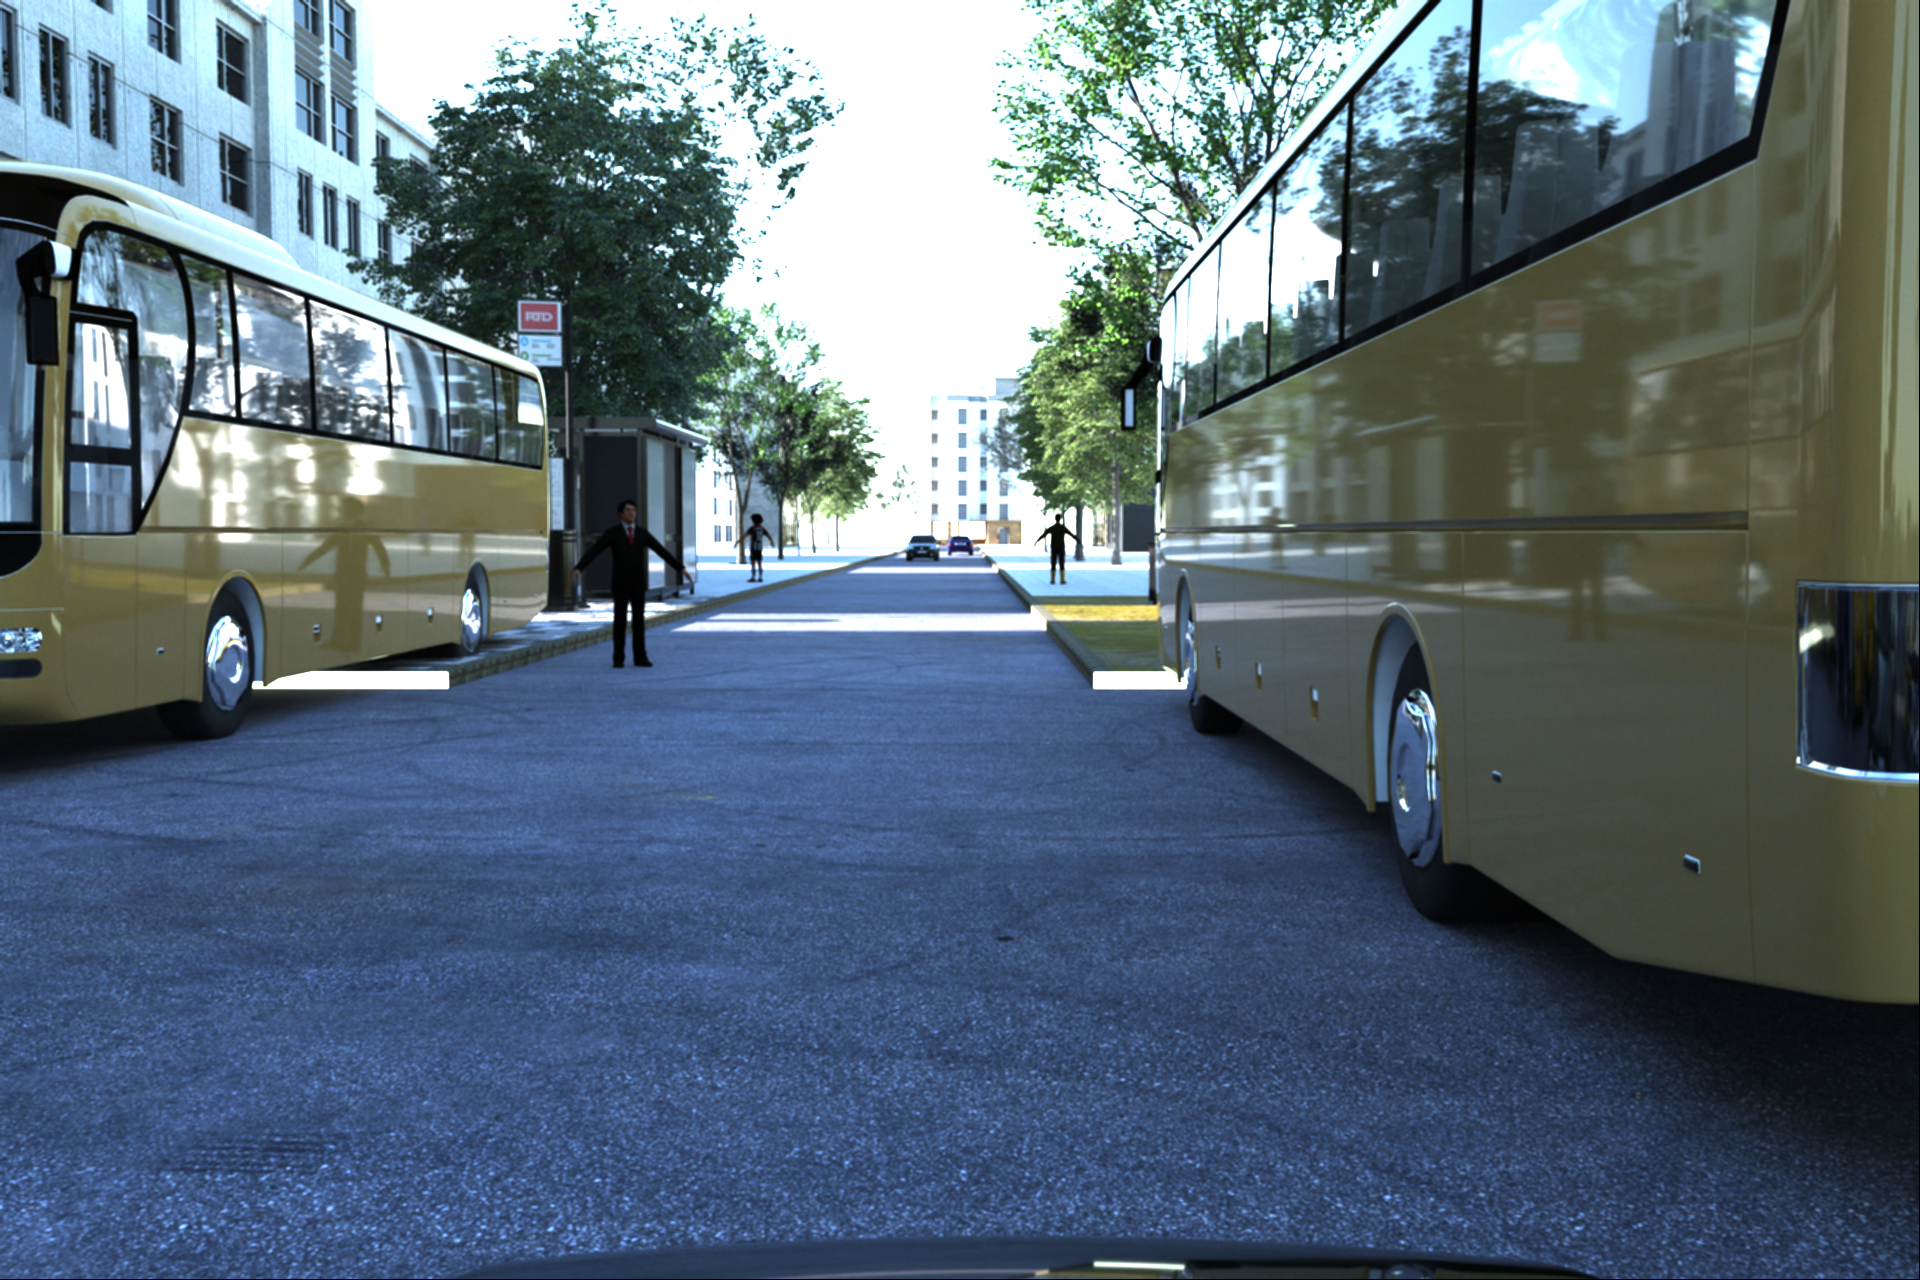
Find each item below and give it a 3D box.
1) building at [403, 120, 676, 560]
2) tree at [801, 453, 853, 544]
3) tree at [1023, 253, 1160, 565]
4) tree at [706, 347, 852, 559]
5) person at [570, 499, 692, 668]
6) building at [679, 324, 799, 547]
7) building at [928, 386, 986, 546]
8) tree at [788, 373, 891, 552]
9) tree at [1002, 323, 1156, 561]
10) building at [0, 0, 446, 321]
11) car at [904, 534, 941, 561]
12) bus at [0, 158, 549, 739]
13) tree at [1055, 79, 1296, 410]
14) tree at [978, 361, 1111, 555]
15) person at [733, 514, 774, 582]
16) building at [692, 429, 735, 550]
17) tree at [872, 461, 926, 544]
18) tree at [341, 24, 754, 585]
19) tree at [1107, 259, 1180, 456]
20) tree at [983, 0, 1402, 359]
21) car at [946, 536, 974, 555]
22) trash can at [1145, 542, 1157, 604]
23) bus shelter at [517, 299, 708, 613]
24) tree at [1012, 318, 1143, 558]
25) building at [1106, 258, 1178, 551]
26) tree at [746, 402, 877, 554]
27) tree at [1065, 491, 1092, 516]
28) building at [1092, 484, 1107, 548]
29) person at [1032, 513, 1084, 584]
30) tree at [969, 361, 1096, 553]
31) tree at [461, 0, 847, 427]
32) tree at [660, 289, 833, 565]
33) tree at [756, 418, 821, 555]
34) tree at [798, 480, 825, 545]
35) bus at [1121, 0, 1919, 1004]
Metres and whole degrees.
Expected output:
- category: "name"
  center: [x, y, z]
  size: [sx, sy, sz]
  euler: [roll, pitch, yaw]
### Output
- category: "building"
  center: [-25.642, -13.673, 90.011]
  size: [16.747, 18.905, 31.486]
  euler: [0, 3, 0]
- category: "tree"
  center: [-15.790, -18.056, 213.348]
  size: [7.486, 12.596, 7.792]
  euler: [0, 3, 0]
- category: "tree"
  center: [6.255, -9.297, 70.137]
  size: [7.486, 12.596, 7.792]
  euler: [0, 3, 0]
- category: "tree"
  center: [-9.237, -9.332, 86.996]
  size: [8.767, 10.594, 7.601]
  euler: [2, 4, 27]
- category: "person"
  center: [-3.562, -0.614, 18.682]
  size: [1.347, 1.806, 0.705]
  euler: [-2, 4, -28]
- category: "building"
  center: [-26.704, -21.203, 177.600]
  size: [19.493, 23.208, 18.063]
  euler: [0, 4, 0]
- category: "building"
  center: [-3.573, -21.609, 212.184]
  size: [11.380, 20.090, 16.016]
  euler: [0, 4, -5]
- category: "tree"
  center: [-8.772, -12.509, 122.646]
  size: [7.486, 12.596, 7.792]
  euler: [0, 3, 0]
- category: "tree"
  center: [5.839, -10.019, 81.941]
  size: [7.486, 12.596, 7.792]
  euler: [0, 3, 0]
- category: "building"
  center: [-27.009, -11.053, 47.172]
  size: [16.747, 18.905, 31.486]
  euler: [0, 4, 0]
- category: "car"
  center: [-1.997, -5.116, 93.430]
  size: [2.009, 1.686, 4.222]
  euler: [0, 4, 1]
- category: "bus"
  center: [-6.327, -1.455, 15.338]
  size: [2.896, 3.916, 12.252]
  euler: [0, 3, 0]
- category: "tree"
  center: [5.925, -6.252, 36.630]
  size: [8.767, 10.594, 7.601]
  euler: [1, 4, 16]
- category: "tree"
  center: [6.354, -11.848, 104.085]
  size: [12.009, 13.543, 11.850]
  euler: [0, 3, 0]
- category: "person"
  center: [-5.465, -2.458, 46.324]
  size: [1.345, 1.843, 0.704]
  euler: [-3, 5, -44]
- category: "building"
  center: [-24.300, -12.896, 152.998]
  size: [9.099, 9.664, 28.070]
  euler: [0, 4, 1]
- category: "tree"
  center: [-7.571, -17.101, 214.008]
  size: [7.601, 10.594, 8.767]
  euler: [0, 4, 8]
- category: "tree"
  center: [-9.883, -8.338, 42.975]
  size: [9.857, 13.997, 8.962]
  euler: [0, 3, 0]
- category: "tree"
  center: [5.909, -5.755, 44.449]
  size: [4.737, 8.622, 4.395]
  euler: [0, 3, 0]
- category: "tree"
  center: [4.002, -6.149, 26.294]
  size: [9.928, 11.665, 9.643]
  euler: [0, 3, 0]
- category: "car"
  center: [0.014, -6.406, 117.313]
  size: [1.945, 1.354, 3.894]
  euler: [0, 4, -1]
- category: "trash can"
  center: [3.759, -1.224, 31.671]
  size: [0.748, 1.137, 0.748]
  euler: [0, 3, 0]
- category: "bus shelter"
  center: [-6.473, -3.351, 32.416]
  size: [2.179, 5.291, 8.768]
  euler: [0, 4, 0]
- category: "tree"
  center: [6.433, -10.602, 91.473]
  size: [7.486, 12.596, 7.792]
  euler: [0, 3, 0]
- category: "building"
  center: [25.949, -18.350, 144.000]
  size: [27.936, 21.610, 32.646]
  euler: [0, 3, 0]
- category: "tree"
  center: [-9.577, -10.887, 112.410]
  size: [8.767, 10.594, 7.601]
  euler: [-1, 4, -21]
- category: "tree"
  center: [16.916, -18.436, 211.803]
  size: [12.009, 13.543, 11.850]
  euler: [0, 3, 0]
- category: "building"
  center: [22.950, -20.762, 170.394]
  size: [19.493, 23.208, 18.063]
  euler: [0, 4, 0]
- category: "person"
  center: [2.516, -2.346, 44.499]
  size: [1.346, 1.812, 0.704]
  euler: [1, 4, 9]
- category: "tree"
  center: [5.712, -12.697, 117.968]
  size: [12.009, 13.543, 11.850]
  euler: [0, 3, 0]
- category: "tree"
  center: [-10.698, -12.540, 60.912]
  size: [12.611, 20.169, 13.585]
  euler: [0, 3, 0]
- category: "tree"
  center: [-9.119, -8.981, 72.598]
  size: [9.928, 11.665, 9.643]
  euler: [0, 3, 0]
- category: "tree"
  center: [-9.464, -9.384, 103.783]
  size: [4.360, 8.622, 3.978]
  euler: [0, 3, 0]
- category: "tree"
  center: [-17.501, -15.688, 206.863]
  size: [4.360, 8.622, 3.978]
  euler: [0, 3, 0]
- category: "bus"
  center: [2.876, -1.081, 9.228]
  size: [2.896, 3.916, 12.252]
  euler: [0, 4, 0]
